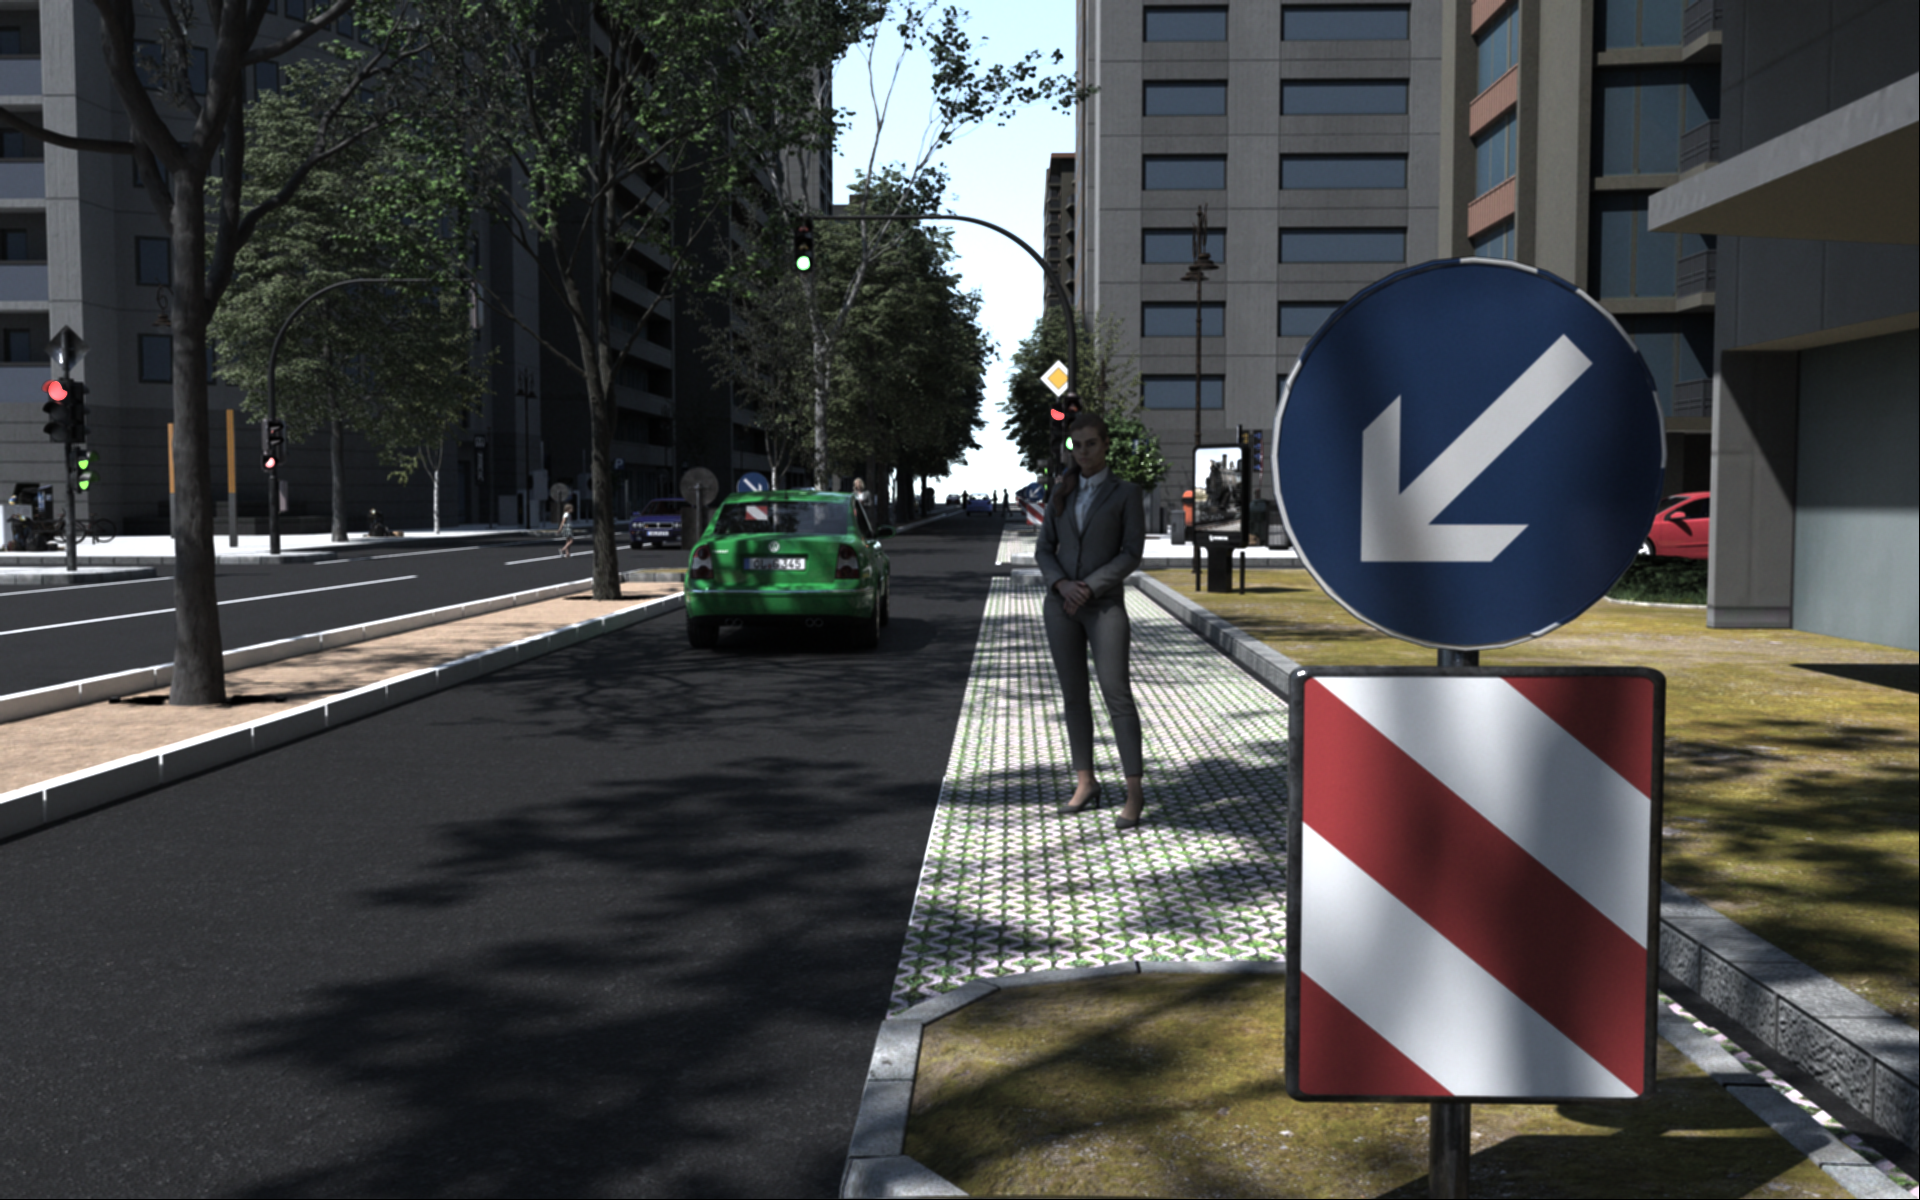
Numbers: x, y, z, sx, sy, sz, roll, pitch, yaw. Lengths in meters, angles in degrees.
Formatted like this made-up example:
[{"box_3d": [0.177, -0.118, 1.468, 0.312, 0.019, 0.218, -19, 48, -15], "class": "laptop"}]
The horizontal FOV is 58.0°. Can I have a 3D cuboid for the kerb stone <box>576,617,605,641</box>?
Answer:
[{"box_3d": [-3.746, 0.301, 17.268, 0.120, 0.150, 1.000, 0, 4, 2], "class": "kerb stone"}]

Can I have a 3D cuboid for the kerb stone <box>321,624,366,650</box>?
[{"box_3d": [-5.869, 0.359, 16.319, 0.120, 0.150, 1.000, 0, 4, 2], "class": "kerb stone"}]

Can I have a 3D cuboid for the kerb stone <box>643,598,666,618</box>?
[{"box_3d": [-3.648, 0.113, 20.347, 0.120, 0.150, 1.000, 0, 4, 2], "class": "kerb stone"}]

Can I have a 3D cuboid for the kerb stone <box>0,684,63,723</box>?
[{"box_3d": [-6.018, 0.674, 11.193, 0.120, 0.150, 1.000, 0, 4, 2], "class": "kerb stone"}]

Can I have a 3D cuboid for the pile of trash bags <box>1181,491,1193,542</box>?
[{"box_3d": [6.803, -2.257, 46.659, 1.912, 1.369, 3.447, 2, 4, 30], "class": "pile of trash bags"}]

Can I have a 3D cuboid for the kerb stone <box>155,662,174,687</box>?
[{"box_3d": [-5.959, 0.553, 13.245, 0.120, 0.150, 1.000, 0, 4, 2], "class": "kerb stone"}]

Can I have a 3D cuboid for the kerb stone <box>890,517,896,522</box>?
[{"box_3d": [-3.550, -4.366, 93.722, 0.120, 0.150, 1.000, 0, 4, 2], "class": "kerb stone"}]

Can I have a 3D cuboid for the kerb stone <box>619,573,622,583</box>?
[{"box_3d": [-5.526, -0.330, 27.595, 0.120, 0.150, 1.000, 0, 4, 2], "class": "kerb stone"}]

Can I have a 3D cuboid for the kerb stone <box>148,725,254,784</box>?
[{"box_3d": [-3.985, 0.808, 9.062, 0.120, 0.150, 1.000, 0, 4, 2], "class": "kerb stone"}]

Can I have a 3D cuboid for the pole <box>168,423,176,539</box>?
[{"box_3d": [-22.695, -3.432, 49.965, 0.158, 3.312, 0.155, 0, 3, 0], "class": "pole"}]

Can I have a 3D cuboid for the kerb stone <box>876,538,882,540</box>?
[{"box_3d": [-2.557, -2.111, 56.711, 0.120, 0.150, 1.000, 0, 4, 2], "class": "kerb stone"}]

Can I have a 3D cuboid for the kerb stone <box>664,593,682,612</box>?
[{"box_3d": [-3.618, 0.050, 21.373, 0.120, 0.150, 1.000, 0, 4, 2], "class": "kerb stone"}]

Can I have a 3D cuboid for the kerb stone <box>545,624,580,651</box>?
[{"box_3d": [-3.774, 0.364, 16.241, 0.120, 0.150, 1.000, 0, 4, 2], "class": "kerb stone"}]

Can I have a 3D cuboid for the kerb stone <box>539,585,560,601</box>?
[{"box_3d": [-5.655, -0.079, 23.488, 0.120, 0.150, 1.000, 0, 4, 2], "class": "kerb stone"}]

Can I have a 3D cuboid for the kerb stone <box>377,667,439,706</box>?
[{"box_3d": [-3.897, 0.615, 12.146, 0.120, 0.150, 1.000, 0, 4, 2], "class": "kerb stone"}]

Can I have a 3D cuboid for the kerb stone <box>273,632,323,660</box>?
[{"box_3d": [-5.908, 0.422, 15.288, 0.120, 0.150, 1.000, 0, 4, 2], "class": "kerb stone"}]

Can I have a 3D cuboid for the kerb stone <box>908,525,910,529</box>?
[{"box_3d": [-2.191, -2.865, 69.040, 0.120, 0.150, 1.000, 0, 4, 2], "class": "kerb stone"}]

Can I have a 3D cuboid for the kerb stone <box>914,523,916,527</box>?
[{"box_3d": [-2.063, -3.115, 73.128, 0.120, 0.150, 1.000, 0, 4, 2], "class": "kerb stone"}]

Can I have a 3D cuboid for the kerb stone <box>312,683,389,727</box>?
[{"box_3d": [-3.924, 0.681, 11.120, 0.120, 0.150, 1.000, 0, 4, 2], "class": "kerb stone"}]

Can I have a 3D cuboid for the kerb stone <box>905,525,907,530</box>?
[{"box_3d": [-2.245, -2.736, 66.983, 0.120, 0.150, 1.000, 0, 4, 2], "class": "kerb stone"}]

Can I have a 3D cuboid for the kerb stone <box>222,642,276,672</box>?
[{"box_3d": [-5.928, 0.485, 14.266, 0.120, 0.150, 1.000, 0, 4, 2], "class": "kerb stone"}]

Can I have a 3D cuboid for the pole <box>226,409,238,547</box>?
[{"box_3d": [-17.591, -2.937, 41.857, 0.158, 3.312, 0.155, 0, 3, 0], "class": "pole"}]

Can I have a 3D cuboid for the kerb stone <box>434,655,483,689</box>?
[{"box_3d": [-3.862, 0.558, 13.168, 0.120, 0.150, 1.000, 0, 4, 2], "class": "kerb stone"}]

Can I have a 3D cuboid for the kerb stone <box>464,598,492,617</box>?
[{"box_3d": [-5.749, 0.109, 20.406, 0.120, 0.150, 1.000, 0, 4, 2], "class": "kerb stone"}]

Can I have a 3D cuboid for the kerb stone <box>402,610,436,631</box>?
[{"box_3d": [-5.812, 0.235, 18.363, 0.120, 0.150, 1.000, 0, 4, 2], "class": "kerb stone"}]

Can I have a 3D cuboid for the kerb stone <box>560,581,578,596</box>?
[{"box_3d": [-5.621, -0.141, 24.510, 0.120, 0.150, 1.000, 0, 4, 2], "class": "kerb stone"}]

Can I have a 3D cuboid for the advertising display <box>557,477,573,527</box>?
[{"box_3d": [-15.439, -3.827, 67.777, 0.123, 1.923, 0.974, 1, 4, 18], "class": "advertising display"}]

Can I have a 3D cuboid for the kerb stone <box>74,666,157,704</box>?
[{"box_3d": [-5.992, 0.610, 12.223, 0.120, 0.150, 1.000, 0, 4, 2], "class": "kerb stone"}]

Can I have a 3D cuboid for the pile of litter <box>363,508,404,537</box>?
[{"box_3d": [-17.331, -2.331, 52.072, 1.176, 0.858, 1.719, -2, 4, -23], "class": "pile of litter"}]

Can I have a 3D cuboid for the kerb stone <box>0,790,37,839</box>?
[{"box_3d": [-4.050, 0.930, 7.013, 0.120, 0.150, 1.000, 0, 4, 2], "class": "kerb stone"}]

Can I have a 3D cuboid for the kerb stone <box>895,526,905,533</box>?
[{"box_3d": [-2.274, -2.675, 65.961, 0.120, 0.150, 1.000, 0, 4, 2], "class": "kerb stone"}]

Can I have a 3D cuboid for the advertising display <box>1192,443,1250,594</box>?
[{"box_3d": [3.377, -1.055, 22.461, 0.123, 1.923, 0.974, -2, 4, -33], "class": "advertising display"}]

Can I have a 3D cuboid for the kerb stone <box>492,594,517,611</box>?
[{"box_3d": [-5.721, 0.049, 21.429, 0.120, 0.150, 1.000, 0, 4, 2], "class": "kerb stone"}]

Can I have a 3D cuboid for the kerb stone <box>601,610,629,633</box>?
[{"box_3d": [-3.700, 0.238, 18.299, 0.120, 0.150, 1.000, 0, 4, 2], "class": "kerb stone"}]

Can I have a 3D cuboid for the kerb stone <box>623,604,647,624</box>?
[{"box_3d": [-3.682, 0.176, 19.326, 0.120, 0.150, 1.000, 0, 4, 2], "class": "kerb stone"}]

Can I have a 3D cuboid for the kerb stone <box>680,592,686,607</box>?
[{"box_3d": [-3.585, -0.012, 22.400, 0.120, 0.150, 1.000, 0, 4, 2], "class": "kerb stone"}]

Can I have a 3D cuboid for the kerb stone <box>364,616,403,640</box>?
[{"box_3d": [-5.835, 0.297, 17.341, 0.120, 0.150, 1.000, 0, 4, 2], "class": "kerb stone"}]

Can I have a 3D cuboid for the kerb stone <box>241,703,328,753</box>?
[{"box_3d": [-3.954, 0.748, 10.086, 0.120, 0.150, 1.000, 0, 4, 2], "class": "kerb stone"}]

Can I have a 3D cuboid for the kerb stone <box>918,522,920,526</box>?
[{"box_3d": [-1.970, -3.303, 76.199, 0.120, 0.150, 1.000, 0, 4, 2], "class": "kerb stone"}]

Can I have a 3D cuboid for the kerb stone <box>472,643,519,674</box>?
[{"box_3d": [-3.835, 0.491, 14.194, 0.120, 0.150, 1.000, 0, 4, 2], "class": "kerb stone"}]

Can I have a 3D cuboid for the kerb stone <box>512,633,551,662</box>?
[{"box_3d": [-3.806, 0.429, 15.217, 0.120, 0.150, 1.000, 0, 4, 2], "class": "kerb stone"}]

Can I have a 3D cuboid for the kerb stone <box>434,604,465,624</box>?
[{"box_3d": [-5.784, 0.172, 19.385, 0.120, 0.150, 1.000, 0, 4, 2], "class": "kerb stone"}]

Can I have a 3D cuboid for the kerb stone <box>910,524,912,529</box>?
[{"box_3d": [-2.150, -2.924, 70.061, 0.120, 0.150, 1.000, 0, 4, 2], "class": "kerb stone"}]

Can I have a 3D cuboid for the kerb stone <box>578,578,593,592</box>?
[{"box_3d": [-5.603, -0.197, 25.532, 0.120, 0.150, 1.000, 0, 4, 2], "class": "kerb stone"}]

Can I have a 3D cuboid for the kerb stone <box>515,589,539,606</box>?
[{"box_3d": [-5.682, -0.016, 22.453, 0.120, 0.150, 1.000, 0, 4, 2], "class": "kerb stone"}]

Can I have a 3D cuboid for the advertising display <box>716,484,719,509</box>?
[{"box_3d": [-15.502, -6.455, 110.760, 0.123, 1.923, 0.974, 0, 4, -6], "class": "advertising display"}]

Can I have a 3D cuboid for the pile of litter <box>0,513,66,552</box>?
[{"box_3d": [-20.883, -1.521, 38.830, 1.719, 0.858, 1.176, 2, 4, 25], "class": "pile of litter"}]

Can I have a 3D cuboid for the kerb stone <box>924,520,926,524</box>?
[{"box_3d": [-1.816, -3.618, 81.344, 0.120, 0.150, 1.000, 0, 4, 2], "class": "kerb stone"}]

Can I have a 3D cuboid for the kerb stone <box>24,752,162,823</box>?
[{"box_3d": [-4.020, 0.868, 8.037, 0.120, 0.150, 1.000, 0, 4, 2], "class": "kerb stone"}]
